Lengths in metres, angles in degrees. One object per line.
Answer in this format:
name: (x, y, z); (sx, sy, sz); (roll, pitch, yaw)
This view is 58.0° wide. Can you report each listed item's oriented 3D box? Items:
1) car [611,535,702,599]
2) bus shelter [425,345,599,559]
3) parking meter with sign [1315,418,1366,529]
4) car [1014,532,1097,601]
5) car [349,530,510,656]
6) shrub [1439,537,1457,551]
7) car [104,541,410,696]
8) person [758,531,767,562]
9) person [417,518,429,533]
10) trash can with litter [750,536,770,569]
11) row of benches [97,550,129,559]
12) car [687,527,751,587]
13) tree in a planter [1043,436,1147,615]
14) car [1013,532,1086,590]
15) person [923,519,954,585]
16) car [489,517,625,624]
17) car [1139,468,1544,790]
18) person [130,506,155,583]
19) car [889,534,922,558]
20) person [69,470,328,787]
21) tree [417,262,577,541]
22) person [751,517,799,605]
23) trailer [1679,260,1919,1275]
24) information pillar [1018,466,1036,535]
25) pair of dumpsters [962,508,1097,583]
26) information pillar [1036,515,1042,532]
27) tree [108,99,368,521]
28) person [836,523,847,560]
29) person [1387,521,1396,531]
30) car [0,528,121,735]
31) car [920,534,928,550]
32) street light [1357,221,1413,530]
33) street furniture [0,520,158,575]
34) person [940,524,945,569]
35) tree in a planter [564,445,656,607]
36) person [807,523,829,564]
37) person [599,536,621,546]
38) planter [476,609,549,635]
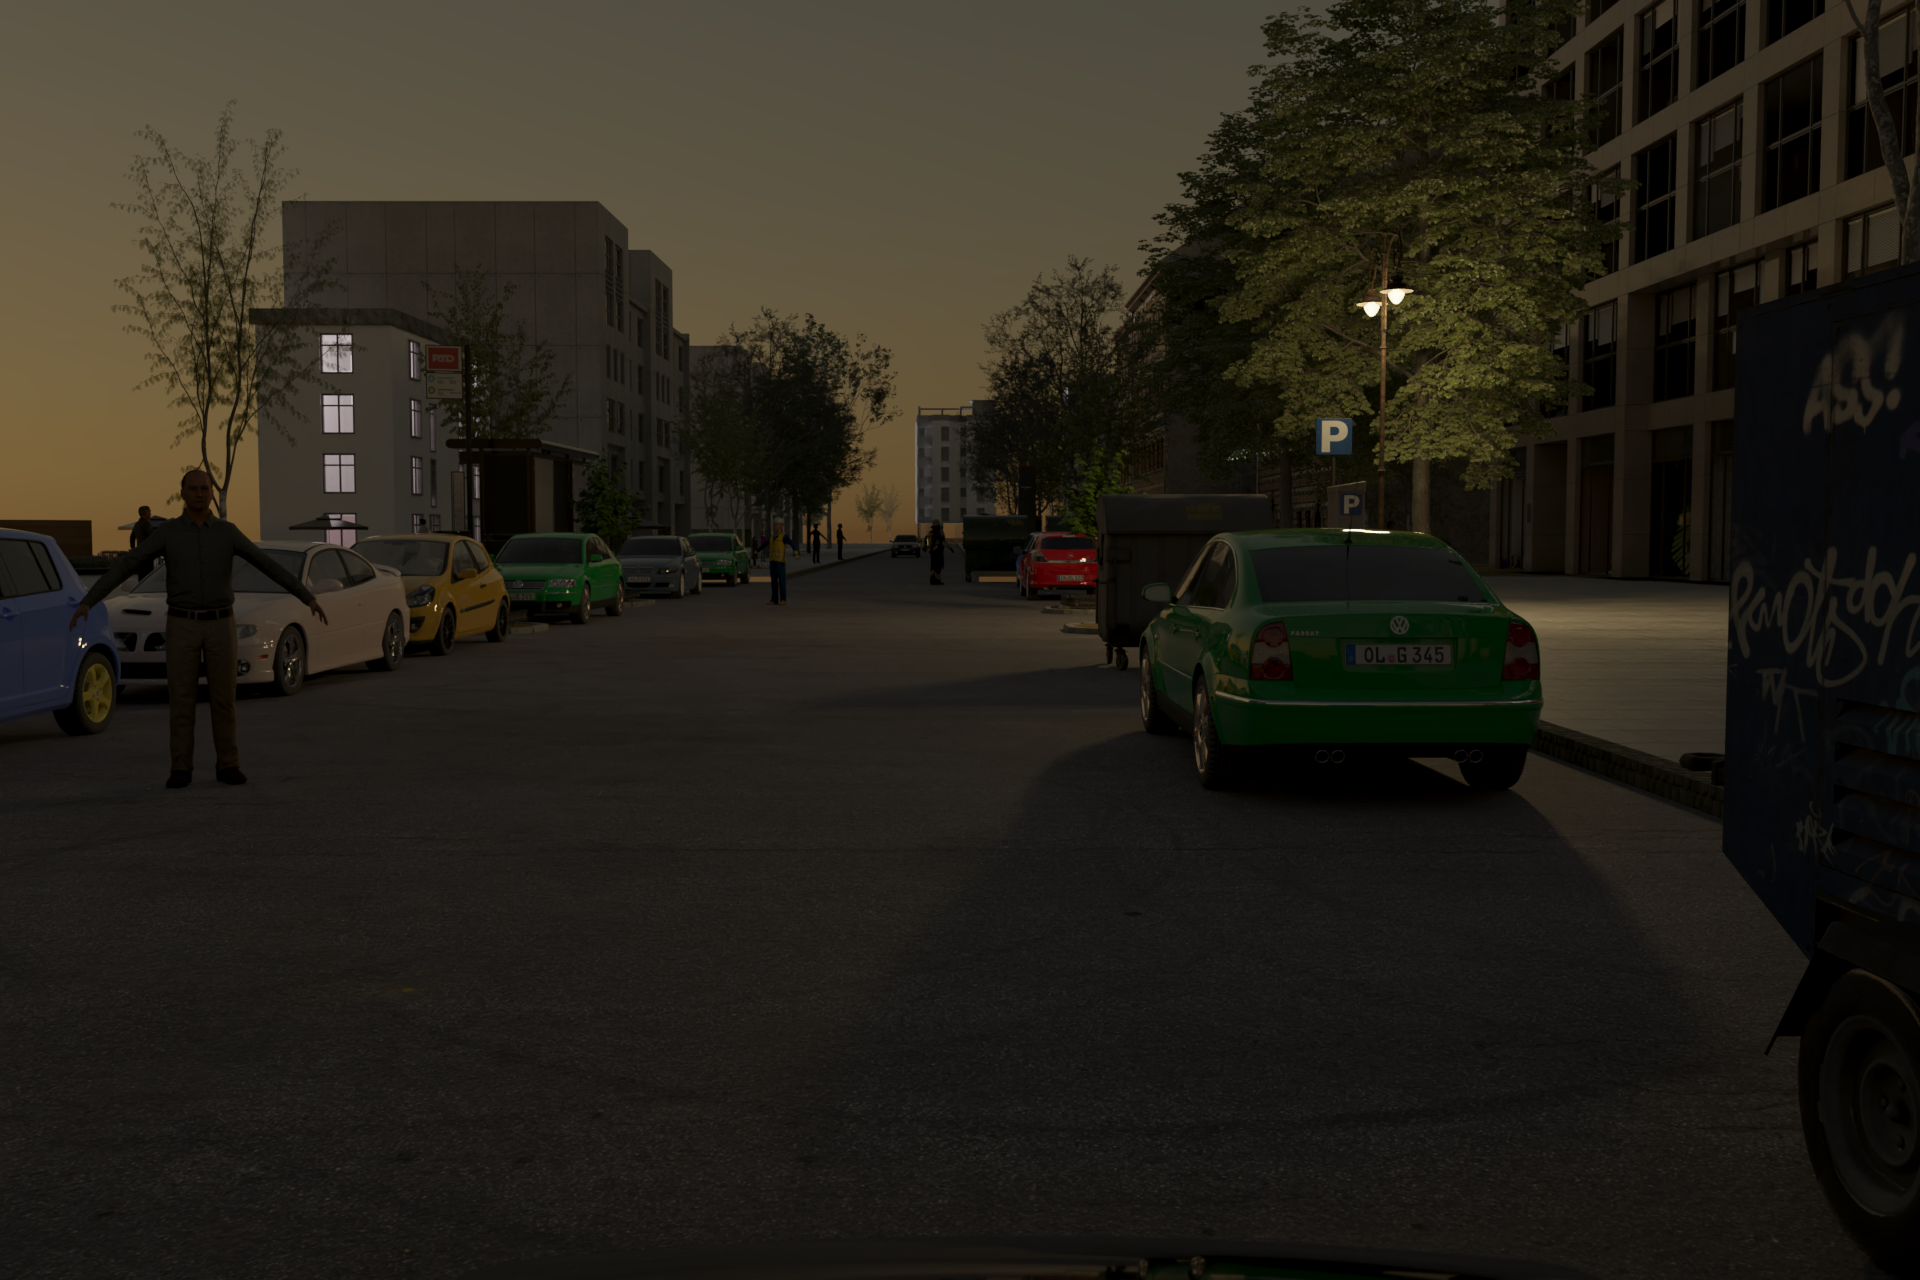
car: (-7.028, -1.707, 39.918); (2.014, 1.417, 4.499); (0, 4, 0)
bus shelter: (-10.232, -3.783, 39.477); (2.179, 5.291, 8.768); (0, 3, 0)
parking meter with sign: (5.629, -1.780, 25.363); (0.543, 3.016, 1.738); (0, 3, 0)
car: (2.299, -1.819, 38.778); (2.155, 1.783, 4.494); (0, 4, -1)
car: (-6.884, -0.696, 21.611); (2.015, 1.641, 3.980); (0, 4, -1)
shrub: (16.148, -2.867, 57.993); (1.383, 1.207, 1.383); (0, 3, 0)
car: (-6.826, -0.271, 16.795); (2.083, 1.381, 4.827); (0, 3, 0)
person: (-9.036, -4.322, 79.926); (0.599, 1.433, 0.991); (2, 4, 31)
person: (-17.954, -3.158, 57.818); (0.705, 1.806, 1.347); (1, 4, 11)
trash can with litter: (-7.522, -3.279, 64.670); (1.678, 1.210, 2.233); (0, 4, -1)
row of benches: (-32.148, -3.090, 65.987); (1.422, 0.672, 4.104); (-3, 4, -36)
car: (-6.959, -2.428, 48.488); (1.959, 1.807, 4.718); (0, 4, 0)
tree in a planter: (2.533, -2.105, 31.646); (1.991, 3.239, 1.994); (0, 4, -1)
car: (2.383, -2.205, 45.638); (1.945, 1.707, 3.694); (0, 4, -2)
person: (-0.657, -2.483, 48.841); (0.705, 1.856, 1.354); (-3, 4, -38)
car: (-6.800, -1.227, 28.865); (1.959, 1.807, 4.718); (0, 4, 0)
car: (2.216, -0.140, 11.078); (1.959, 1.807, 4.718); (0, 4, -1)
person: (-15.100, -1.590, 32.172); (1.348, 1.807, 0.705); (3, 4, 37)
car: (-3.293, -5.876, 105.852); (2.009, 1.686, 4.222); (0, 3, 0)
person: (-4.337, -0.072, 9.902); (1.348, 1.796, 0.705); (-2, 4, -28)
tree: (-12.719, -5.910, 46.984); (4.737, 8.622, 4.395); (0, 3, 0)
person: (-3.731, -1.597, 35.026); (1.216, 1.772, 0.721); (2, 4, 34)
trailer: (2.474, 0.201, 3.756); (1.471, 1.999, 3.904); (0, 4, -1)
information pillar: (2.539, -4.666, 65.663); (0.750, 3.857, 0.750); (0, 4, -2)
pair of dumpsters: (2.266, -2.850, 51.542); (4.436, 2.255, 1.574); (0, 4, -1)
information pillar: (3.045, -3.845, 67.350); (0.304, 2.012, 0.304); (0, 4, 0)
tree: (-12.995, -4.863, 29.877); (4.360, 8.622, 3.978); (0, 3, 0)
person: (-5.924, -4.883, 86.021); (0.705, 1.806, 1.347); (-1, 4, -21)
person: (18.065, -4.058, 72.492); (1.345, 1.843, 0.704); (-2, 4, -25)
car: (-6.990, -0.093, 11.104); (1.945, 1.707, 3.694); (0, 4, -1)
car: (-2.539, -8.817, 154.380); (2.015, 1.641, 3.980); (0, 4, 0)
street light: (6.345, -3.256, 26.021); (0.468, 5.910, 1.993); (0, 4, -1)
street furniture: (-29.233, -2.937, 54.880); (11.010, 1.723, 9.812); (-3, 5, -44)
person: (-0.806, -3.816, 70.708); (0.705, 1.847, 1.347); (1, 4, 15)
tree in a planter: (-7.221, -2.305, 34.910); (1.991, 3.239, 1.994); (0, 3, 0)
person: (-6.171, -4.178, 75.029); (1.216, 1.740, 0.721); (3, 4, 38)
person: (-11.214, -2.961, 54.537); (0.705, 1.813, 1.348); (2, 4, 29)
planter: (-7.168, -0.267, 25.511); (1.991, 0.319, 1.994); (0, 4, 0)
